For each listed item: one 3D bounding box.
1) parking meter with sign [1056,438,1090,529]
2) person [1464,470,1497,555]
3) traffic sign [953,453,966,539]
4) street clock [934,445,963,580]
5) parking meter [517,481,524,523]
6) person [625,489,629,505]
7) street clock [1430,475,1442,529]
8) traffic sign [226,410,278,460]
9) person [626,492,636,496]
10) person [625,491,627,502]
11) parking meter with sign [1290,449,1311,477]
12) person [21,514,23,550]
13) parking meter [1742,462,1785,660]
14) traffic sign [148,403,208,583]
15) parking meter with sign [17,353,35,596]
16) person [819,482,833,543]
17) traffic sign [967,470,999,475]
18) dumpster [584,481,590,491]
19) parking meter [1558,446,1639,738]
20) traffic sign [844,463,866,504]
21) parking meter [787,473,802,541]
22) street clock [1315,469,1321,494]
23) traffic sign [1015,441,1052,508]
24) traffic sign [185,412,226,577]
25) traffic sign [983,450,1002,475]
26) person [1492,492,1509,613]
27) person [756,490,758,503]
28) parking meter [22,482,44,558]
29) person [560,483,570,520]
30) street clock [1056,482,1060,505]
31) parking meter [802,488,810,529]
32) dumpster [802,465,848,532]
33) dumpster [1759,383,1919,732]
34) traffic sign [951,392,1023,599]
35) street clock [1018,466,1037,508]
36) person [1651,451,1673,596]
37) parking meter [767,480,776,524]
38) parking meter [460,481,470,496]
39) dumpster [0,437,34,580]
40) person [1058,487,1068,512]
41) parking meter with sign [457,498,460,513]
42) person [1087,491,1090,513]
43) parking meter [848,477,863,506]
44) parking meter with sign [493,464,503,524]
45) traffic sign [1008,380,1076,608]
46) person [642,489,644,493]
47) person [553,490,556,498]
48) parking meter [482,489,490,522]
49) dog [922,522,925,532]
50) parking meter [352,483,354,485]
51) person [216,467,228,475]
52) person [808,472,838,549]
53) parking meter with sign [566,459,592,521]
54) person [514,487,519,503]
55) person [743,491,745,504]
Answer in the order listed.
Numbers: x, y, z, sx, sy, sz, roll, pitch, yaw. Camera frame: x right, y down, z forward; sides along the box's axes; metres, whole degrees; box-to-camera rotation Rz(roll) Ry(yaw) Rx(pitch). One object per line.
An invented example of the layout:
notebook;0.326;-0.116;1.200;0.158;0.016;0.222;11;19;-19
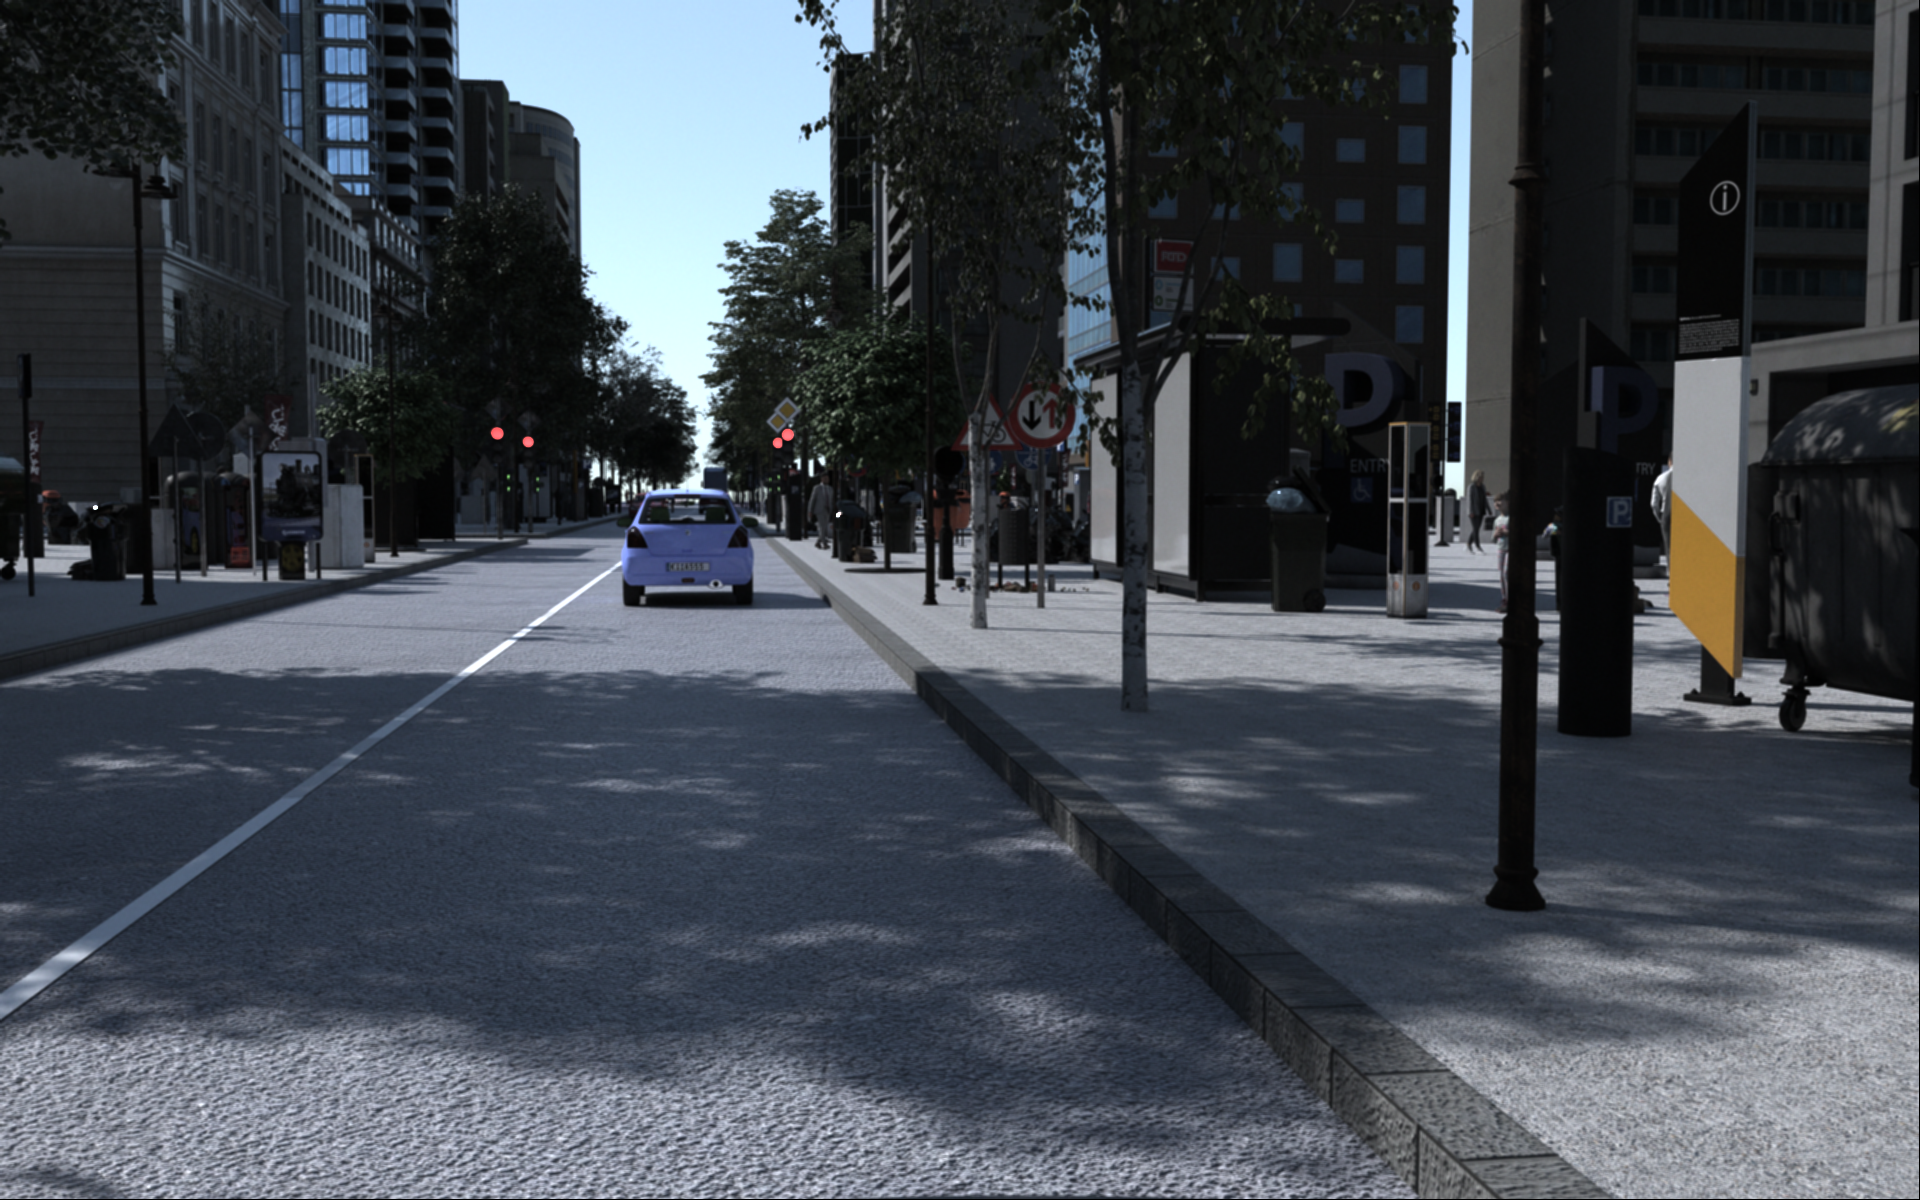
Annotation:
parking meter with sign;3.632;-3.231;49.093;1.738;3.016;0.543;-1;4;-21
person;11.081;-1.880;36.965;0.709;1.800;0.728;-2;4;-27
traffic sign;-0.204;-3.030;49.645;0.768;2.556;0.104;0;4;2
street clock;-0.208;-1.307;25.936;0.471;2.002;0.358;-1;4;-20
parking meter;-19.276;-4.275;75.603;0.399;1.863;0.255;-3;5;-44
person;-38.072;-11.741;198.025;0.705;1.822;1.348;-1;4;-21
street clock;17.734;-3.663;64.452;0.471;2.002;0.358;-1;4;-23
traffic sign;-11.141;-1.683;27.247;0.795;2.593;0.064;0;4;-7
person;-35.623;-11.119;187.770;1.348;1.831;0.705;0;4;-3
person;-52.386;-16.182;271.063;0.568;1.767;0.683;-2;4;-24
parking meter with sign;5.459;-1.994;28.858;1.738;3.016;0.543;-2;4;-23
person;-21.137;-1.970;39.260;0.512;1.701;0.522;1;4;14
parking meter;6.345;-0.315;13.560;0.372;1.533;0.369;0;3;0
traffic sign;-11.265;-1.522;24.889;0.884;2.594;0.081;0;4;-6
parking meter with sign;-12.331;-1.524;21.179;1.738;3.016;0.543;-2;4;-35
person;-3.602;-2.419;45.780;0.419;1.800;0.721;2;4;25
traffic sign;0.633;-2.913;47.628;0.884;2.594;0.081;0;4;-6
dumpster;-25.105;-6.848;114.457;1.502;2.255;1.985;0;4;-8
parking meter;3.407;-0.052;9.259;0.372;1.533;0.369;0;3;0
traffic sign;-3.025;-3.109;50.932;0.768;2.556;0.104;0;4;-1
parking meter;-4.559;-2.569;47.716;0.399;1.863;0.255;0;4;-7
street clock;10.226;-2.704;48.778;0.471;2.002;0.358;1;4;15
traffic sign;1.553;-2.236;36.667;0.768;2.556;0.104;0;3;0
traffic sign;-11.759;-1.636;26.857;0.768;2.556;0.104;0;4;0
traffic sign;0.727;-2.768;45.365;0.768;2.556;0.104;0;4;0
person;5.913;-0.516;18.751;0.425;1.301;0.394;3;5;45
person;-30.414;-15.553;260.313;0.705;1.826;1.348;1;4;20
parking meter;-18.713;-1.623;34.955;0.372;1.533;0.369;0;3;0
person;-19.641;-4.912;86.168;0.655;1.846;0.447;-1;4;-14
street clock;6.024;-6.176;105.548;0.358;2.002;0.471;-2;4;-33
parking meter;-5.557;-3.335;62.933;0.372;1.533;0.369;0;3;0
dumpster;-4.618;-3.472;59.269;1.502;2.255;1.985;0;4;-8
dumpster;5.103;-0.179;8.694;1.264;1.857;1.865;0;4;-8
traffic sign;0.330;-1.295;21.182;0.884;2.594;0.081;0;4;0
street clock;1.710;-2.438;44.436;0.358;2.002;0.471;2;4;35
person;8.938;-0.940;21.511;0.679;1.850;0.850;2;4;34
parking meter;-8.050;-4.178;74.029;0.399;1.863;0.255;3;5;45
parking meter;-22.170;-4.398;77.615;0.399;1.863;0.255;3;5;44
dumpster;-14.500;-1.373;24.942;1.502;2.255;1.985;0;4;-8
person;4.238;-3.916;70.635;0.524;1.755;0.480;2;4;29
parking meter with sign;-34.487;-7.509;119.035;0.543;3.016;1.738;1;4;10
person;3.511;-2.283;44.203;0.563;1.720;0.643;-1;4;-13
parking meter;-3.646;-3.293;59.560;0.399;1.863;0.255;3;5;40
parking meter with sign;-20.003;-4.852;75.595;0.543;3.016;1.738;-1;4;-10
traffic sign;0.912;-1.182;19.425;0.768;2.556;0.104;0;4;-2
person;-31.718;-10.161;172.711;0.750;1.759;0.617;1;4;14
person;-51.409;-13.053;219.973;1.217;1.766;0.721;-2;4;-34
parking meter;-22.153;-4.436;80.944;0.372;1.533;0.369;0;3;0
dog;-0.781;-1.892;47.761;0.540;0.507;0.406;0;4;-4
parking meter;-32.688;-5.378;93.640;0.255;1.863;0.399;0;4;-6
person;-15.270;-1.816;35.585;0.795;1.843;0.661;0;4;3
person;-3.167;-2.073;40.213;0.678;1.792;0.850;-3;4;-37
parking meter with sign;-18.448;-5.340;83.570;0.543;3.016;1.738;-3;5;-44
person;-19.029;-4.082;73.629;0.563;1.720;0.643;-3;5;-43
person;-28.070;-13.382;225.560;0.721;1.743;1.217;0;4;5
